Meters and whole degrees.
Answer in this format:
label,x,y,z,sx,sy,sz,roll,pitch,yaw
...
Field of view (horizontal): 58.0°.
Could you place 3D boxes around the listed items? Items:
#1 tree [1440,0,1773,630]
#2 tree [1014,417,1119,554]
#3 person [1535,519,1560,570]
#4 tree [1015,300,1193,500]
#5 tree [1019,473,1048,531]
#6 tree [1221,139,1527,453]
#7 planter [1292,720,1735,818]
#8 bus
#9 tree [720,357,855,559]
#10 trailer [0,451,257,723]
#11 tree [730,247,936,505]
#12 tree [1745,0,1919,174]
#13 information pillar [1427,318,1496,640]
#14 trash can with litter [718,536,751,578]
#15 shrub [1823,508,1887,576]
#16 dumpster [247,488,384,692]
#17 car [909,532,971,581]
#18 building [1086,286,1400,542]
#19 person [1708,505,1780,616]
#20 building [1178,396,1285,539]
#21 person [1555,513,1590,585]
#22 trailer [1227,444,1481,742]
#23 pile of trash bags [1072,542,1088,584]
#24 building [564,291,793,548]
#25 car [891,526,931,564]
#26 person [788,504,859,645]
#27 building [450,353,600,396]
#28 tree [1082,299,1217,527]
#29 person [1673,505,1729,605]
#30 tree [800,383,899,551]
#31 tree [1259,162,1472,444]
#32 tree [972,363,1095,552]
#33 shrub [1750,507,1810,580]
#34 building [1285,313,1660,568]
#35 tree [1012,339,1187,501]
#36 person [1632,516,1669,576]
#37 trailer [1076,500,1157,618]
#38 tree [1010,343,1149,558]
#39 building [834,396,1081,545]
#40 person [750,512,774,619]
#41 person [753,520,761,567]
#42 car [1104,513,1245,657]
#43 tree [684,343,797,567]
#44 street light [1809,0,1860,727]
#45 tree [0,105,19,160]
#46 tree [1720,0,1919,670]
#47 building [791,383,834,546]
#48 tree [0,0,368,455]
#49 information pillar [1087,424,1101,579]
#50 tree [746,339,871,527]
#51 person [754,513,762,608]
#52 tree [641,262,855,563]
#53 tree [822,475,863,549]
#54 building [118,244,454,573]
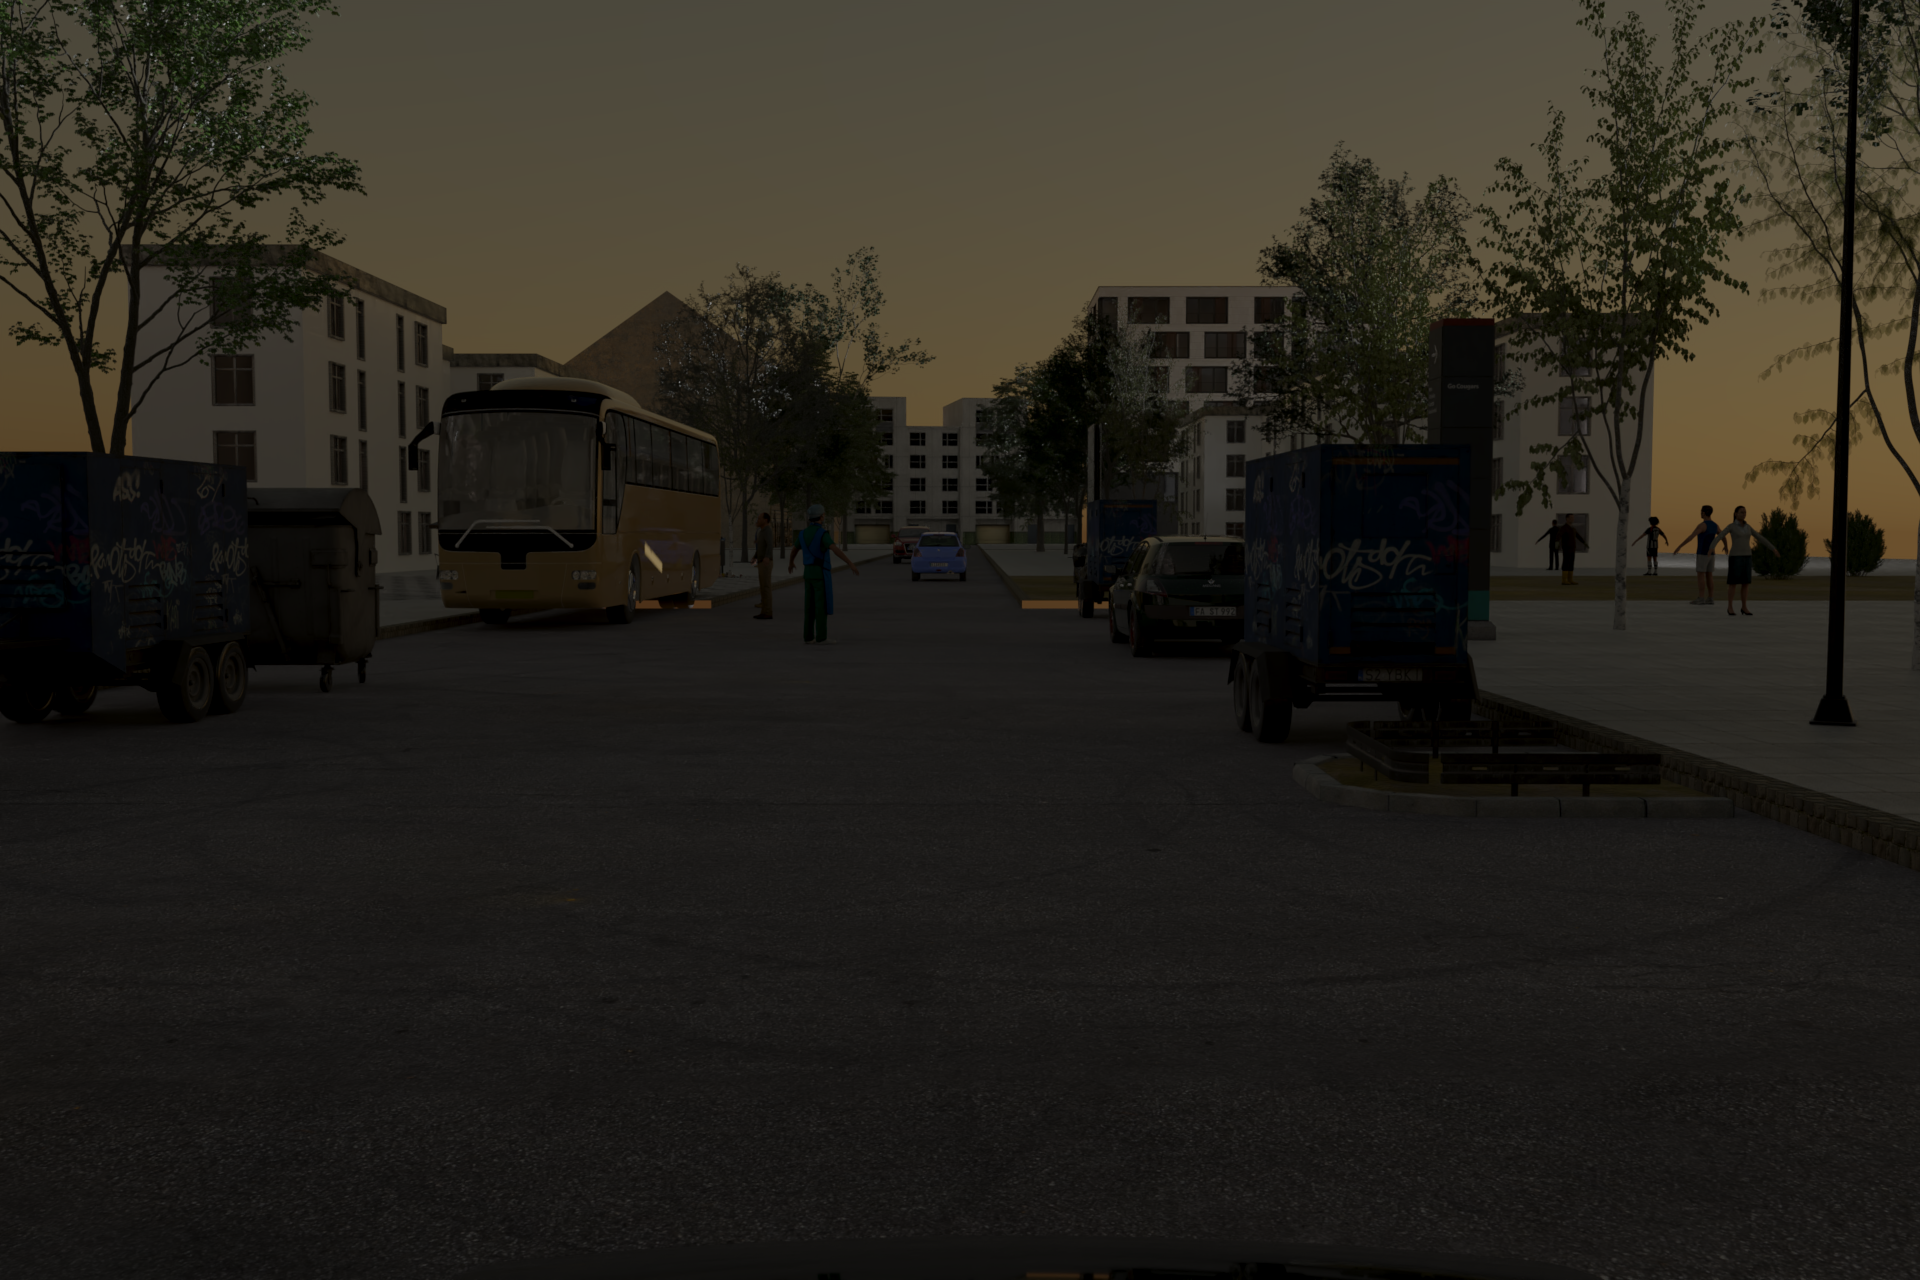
label,x,y,z,sx,sy,sz,roll,pitch,yaw
tree,8.833,-4.457,23.237,4.737,8.622,4.395,0,3,0
tree,6.980,-10.695,109.282,7.601,10.594,8.767,-3,4,-36
person,21.061,-3.376,61.430,1.346,1.802,0.704,-1,4,-13
tree,5.740,-8.291,69.966,7.601,10.594,8.767,-1,4,-12
tree,6.215,-11.598,139.985,4.737,8.622,4.395,0,3,0
tree,9.799,-6.556,41.607,7.601,10.594,8.767,0,4,5
planter,2.935,0.697,9.747,1.991,0.319,1.994,0,4,1
bus,-6.401,-2.403,30.844,2.896,3.916,12.252,0,4,1
tree,-9.068,-9.536,90.322,8.767,10.594,7.601,2,4,28
trailer,-6.499,-0.348,12.739,1.471,1.999,3.904,0,3,0
tree,-8.318,-15.759,113.546,12.611,20.169,13.585,0,3,0
tree,24.759,-11.210,39.171,12.611,20.169,13.585,0,3,0
information pillar,6.089,-1.942,21.132,0.750,3.857,0.750,0,4,1
trash can with litter,-6.974,-2.488,51.735,1.678,1.210,2.233,0,4,1
shrub,27.213,-2.972,52.641,1.661,2.075,1.752,0,3,0
dumpster,-6.446,-0.482,16.092,1.865,1.857,1.264,0,3,0
car,-0.636,-2.698,53.706,1.945,1.707,3.694,0,4,0
building,25.432,-19.278,159.171,27.936,21.610,32.646,0,4,0
person,12.330,-1.251,27.289,1.217,1.735,0.721,-1,4,-9
building,20.505,-10.514,114.048,9.099,9.664,28.070,0,4,0
person,15.410,-2.301,43.756,1.346,1.812,0.704,-3,4,-36
trailer,2.731,-0.360,12.939,1.471,1.999,3.904,0,4,-1
pile of trash bags,3.860,-2.152,44.933,1.912,1.369,3.447,0,4,1
building,-26.347,-20.493,165.983,19.493,23.208,18.063,0,4,1
car,-2.228,-4.681,85.215,2.281,1.827,5.304,0,3,0
person,-1.840,-0.854,22.549,1.347,1.817,0.704,3,5,45
building,-24.189,-9.325,94.616,9.099,9.664,28.070,0,3,0
tree,5.629,-6.368,54.477,4.360,8.622,3.978,0,3,0
person,13.555,-1.552,31.539,1.345,1.807,0.704,-2,4,-26
tree,-8.336,-12.866,128.484,7.486,12.596,7.792,0,3,0
tree,8.222,-5.110,33.914,4.737,8.622,4.395,0,3,0
tree,5.770,-13.406,125.839,9.857,13.997,8.962,0,3,0
shrub,23.035,-2.734,48.740,1.661,2.075,1.752,0,3,0
building,21.978,-8.420,79.822,9.099,9.664,28.070,0,3,0
tree,6.366,-8.912,80.121,8.767,10.594,7.601,1,4,10
person,21.360,-2.894,53.465,1.345,1.843,0.704,-1,4,-18
trailer,2.786,-1.440,30.601,1.471,1.999,3.904,0,4,0
tree,6.377,-10.169,92.022,9.928,11.665,9.643,0,3,0
building,-1.000,-22.132,230.768,31.486,18.905,16.747,-1,4,-9
person,-3.315,-1.253,29.220,0.705,1.796,1.348,-1,4,-16
person,-7.780,-3.722,66.707,0.705,1.847,1.347,-1,4,-12
car,2.840,-0.719,21.551,2.009,1.686,4.222,0,4,0
tree,-9.092,-7.159,67.413,4.360,8.622,3.978,0,3,0
street light,6.447,-2.384,11.521,1.470,5.913,1.316,0,3,0
tree,-12.270,-4.124,17.783,4.737,8.622,4.395,0,3,0
tree,8.953,-4.008,15.894,4.360,8.622,3.978,0,3,0
building,-24.219,-20.627,203.709,16.747,18.905,31.486,0,4,-1
tree,-12.986,-6.139,26.130,9.928,11.665,9.643,0,3,0
information pillar,2.924,-2.838,37.711,0.184,3.620,1.656,0,3,0
tree,-8.826,-11.159,100.580,7.486,12.596,7.792,0,3,0
person,-3.856,-1.558,33.791,0.705,1.847,1.347,-1,4,-10
tree,-9.586,-10.217,77.419,12.009,13.543,11.850,0,3,0
tree,-9.503,-11.343,135.820,4.360,8.622,3.978,0,3,0
building,-23.571,-7.474,64.346,9.099,9.664,28.070,0,4,0
